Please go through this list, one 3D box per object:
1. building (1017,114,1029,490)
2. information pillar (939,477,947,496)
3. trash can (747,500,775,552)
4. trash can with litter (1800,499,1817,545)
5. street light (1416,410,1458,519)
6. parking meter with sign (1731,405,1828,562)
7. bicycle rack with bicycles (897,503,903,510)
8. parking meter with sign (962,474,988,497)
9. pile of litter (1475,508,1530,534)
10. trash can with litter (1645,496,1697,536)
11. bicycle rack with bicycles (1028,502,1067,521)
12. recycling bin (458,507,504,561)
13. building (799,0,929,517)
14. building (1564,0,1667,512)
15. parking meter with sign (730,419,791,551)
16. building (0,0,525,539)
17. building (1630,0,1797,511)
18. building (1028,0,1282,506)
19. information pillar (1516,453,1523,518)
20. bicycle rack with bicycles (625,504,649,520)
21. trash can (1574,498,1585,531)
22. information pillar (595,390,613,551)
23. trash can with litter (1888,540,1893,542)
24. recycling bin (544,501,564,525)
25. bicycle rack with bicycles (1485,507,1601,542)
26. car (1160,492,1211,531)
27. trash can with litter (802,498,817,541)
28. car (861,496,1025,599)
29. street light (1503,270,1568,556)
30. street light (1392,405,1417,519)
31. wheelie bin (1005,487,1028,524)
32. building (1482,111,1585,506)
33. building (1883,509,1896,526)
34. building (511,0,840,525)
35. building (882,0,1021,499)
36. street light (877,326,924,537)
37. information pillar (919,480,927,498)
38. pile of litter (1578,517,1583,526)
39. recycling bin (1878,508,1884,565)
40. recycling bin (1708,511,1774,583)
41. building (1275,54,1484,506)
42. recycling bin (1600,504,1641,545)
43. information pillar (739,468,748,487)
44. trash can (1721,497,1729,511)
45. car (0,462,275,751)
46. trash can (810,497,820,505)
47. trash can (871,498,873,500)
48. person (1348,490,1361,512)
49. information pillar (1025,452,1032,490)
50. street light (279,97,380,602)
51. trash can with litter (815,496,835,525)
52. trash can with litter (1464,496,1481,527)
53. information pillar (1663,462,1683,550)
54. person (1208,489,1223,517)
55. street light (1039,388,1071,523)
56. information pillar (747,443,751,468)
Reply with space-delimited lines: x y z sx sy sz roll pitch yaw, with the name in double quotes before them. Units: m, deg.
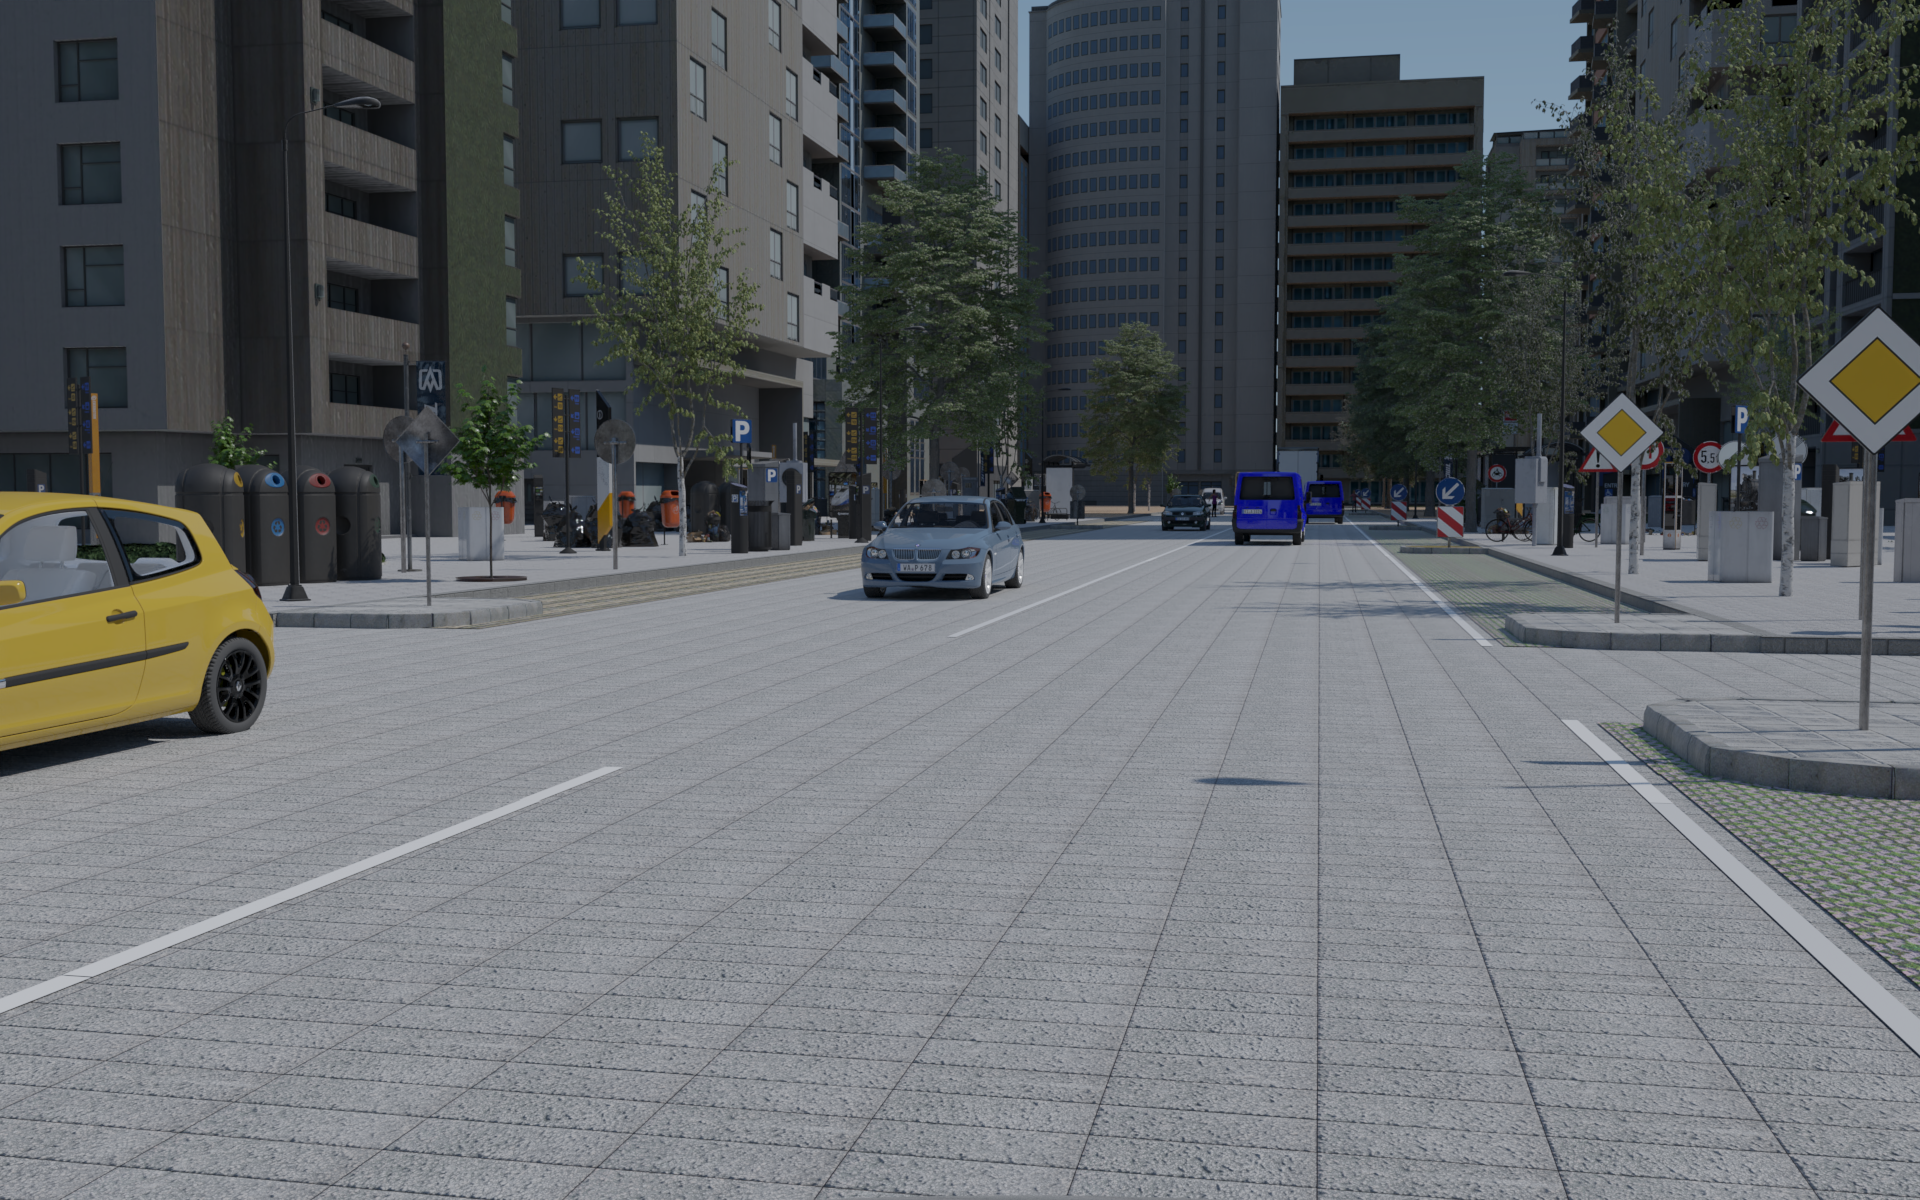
"building" 0.972 -33.714 201.341 14.200 45.320 14.600 1 4 12
"information pillar" -0.726 -4.172 72.711 0.304 2.012 0.304 1 4 10
"trash can" -4.510 -1.654 38.691 0.748 1.137 0.748 0 3 0
"trash can with litter" 19.181 -1.693 39.064 0.624 1.170 1.055 -1 4 -10
"street light" 17.532 -5.539 63.097 1.470 5.913 1.316 1 4 12
"parking meter with sign" 15.892 -2.282 33.565 0.543 3.016 1.738 -3 4 -39
"bicycle rack with bicycles" -1.516 -3.786 75.284 2.852 0.926 2.925 1 4 23
"parking meter with sign" 0.462 -5.061 79.007 1.738 3.016 0.543 0 4 7
"pile of litter" 17.525 -2.561 55.832 1.176 0.858 1.719 -3 5 -43
"trash can with litter" 22.231 -2.629 54.036 2.233 1.210 1.678 1 4 9
"bicycle rack with bicycles" 3.769 -4.312 83.887 2.852 0.926 2.925 3 4 36
"recycling bin" -9.271 -1.283 33.527 0.722 1.027 0.722 -2 4 -30
"building" -14.388 -48.901 112.208 22.319 86.520 31.000 1 4 12
"building" 58.293 -29.156 131.328 22.147 44.769 28.867 1 4 12
"parking meter with sign" -4.557 -2.673 39.957 0.543 3.016 1.738 -3 5 -43
"building" -22.323 -17.005 49.725 14.160 30.474 14.107 1 4 12
"building" 56.512 -31.406 102.726 28.713 52.752 27.495 1 4 12
"building" 22.502 -40.265 200.327 28.212 58.520 21.231 1 4 12
"information pillar" 27.772 -5.787 85.966 0.504 3.616 0.183 -3 4 -37
"bicycle rack with bicycles" -11.510 -3.202 65.735 2.925 0.926 2.852 -1 4 -13
"trash can" 20.168 -2.777 57.056 0.748 1.137 0.748 0 3 0
"information pillar" -7.984 -2.906 38.862 0.504 3.616 0.183 3 5 44
"trash can with litter" 25.832 -2.133 45.924 2.233 1.210 1.678 1 4 19
"recycling bin" -14.808 -3.063 62.635 0.722 1.027 0.722 2 4 34
"bicycle rack with bicycles" 15.799 -2.049 46.885 2.925 0.926 2.852 1 4 20
"car" 8.962 -3.592 68.515 2.009 1.686 4.222 1 4 12
"trash can with litter" -4.404 -2.176 46.968 1.055 1.170 0.624 0 4 -8
"car" -0.158 -0.815 25.320 2.014 1.417 4.499 1 4 11
"street light" 11.964 -3.883 36.024 1.470 5.913 1.316 1 4 12
"street light" 23.191 -7.193 90.152 1.470 5.913 1.316 1 4 12
"wheelie bin" 2.395 -4.039 73.948 0.980 1.594 0.693 -2 4 -29
"building" 64.679 -30.870 188.314 14.086 41.232 14.154 1 4 12
"building" 45.614 -38.647 70.133 20.563 71.187 20.611 1 4 12
"building" -21.857 -30.290 84.476 28.713 52.752 27.495 1 4 12
"building" -6.557 -43.448 148.620 20.611 71.187 20.563 1 4 12
"street light" -1.673 -4.621 48.098 1.470 5.913 1.316 1 4 12
"information pillar" -1.919 -5.202 89.546 0.304 2.012 0.304 2 4 29
"pile of litter" 22.667 -3.125 65.059 1.719 0.858 1.176 -1 4 -21
"recycling bin" 16.419 -1.170 31.691 0.722 1.027 0.722 1 4 17
"recycling bin" 11.403 -0.780 25.310 0.722 1.027 0.722 1 4 9
"building" 46.806 -34.953 195.183 21.600 48.544 21.300 1 4 12
"recycling bin" 16.935 -1.948 44.399 0.722 1.027 0.722 -2 4 -34
"information pillar" -6.160 -2.767 49.727 0.304 2.012 0.304 1 4 11
"trash can" 36.537 -4.318 82.258 0.748 1.137 0.748 0 3 0
"car" -5.421 0.063 9.190 2.015 1.641 3.980 1 4 12
"trash can" -6.699 -4.087 78.482 0.748 1.137 0.748 0 3 0
"trash can" -3.295 -2.852 58.288 0.748 1.137 0.748 0 3 0
"person" 30.688 -7.668 134.591 1.217 1.743 0.721 -1 4 -16
"information pillar" 3.700 -6.266 93.799 0.504 3.616 0.183 3 5 40
"street light" -7.464 -2.935 20.527 1.470 5.913 1.316 1 4 12
"trash can with litter" -6.131 -3.687 71.332 2.233 1.210 1.678 -1 4 -17
"trash can with litter" 19.822 -3.411 66.835 2.233 1.210 1.678 -3 4 -36
"information pillar" 16.378 -2.159 39.798 0.304 2.012 0.304 3 5 45
"person" 15.754 -5.975 106.881 1.217 1.739 0.721 -3 4 -38
"street light" 4.151 -6.320 75.869 1.470 5.913 1.316 1 4 12
"information pillar" -8.857 -4.976 72.707 0.183 3.616 0.504 -1 4 -20
